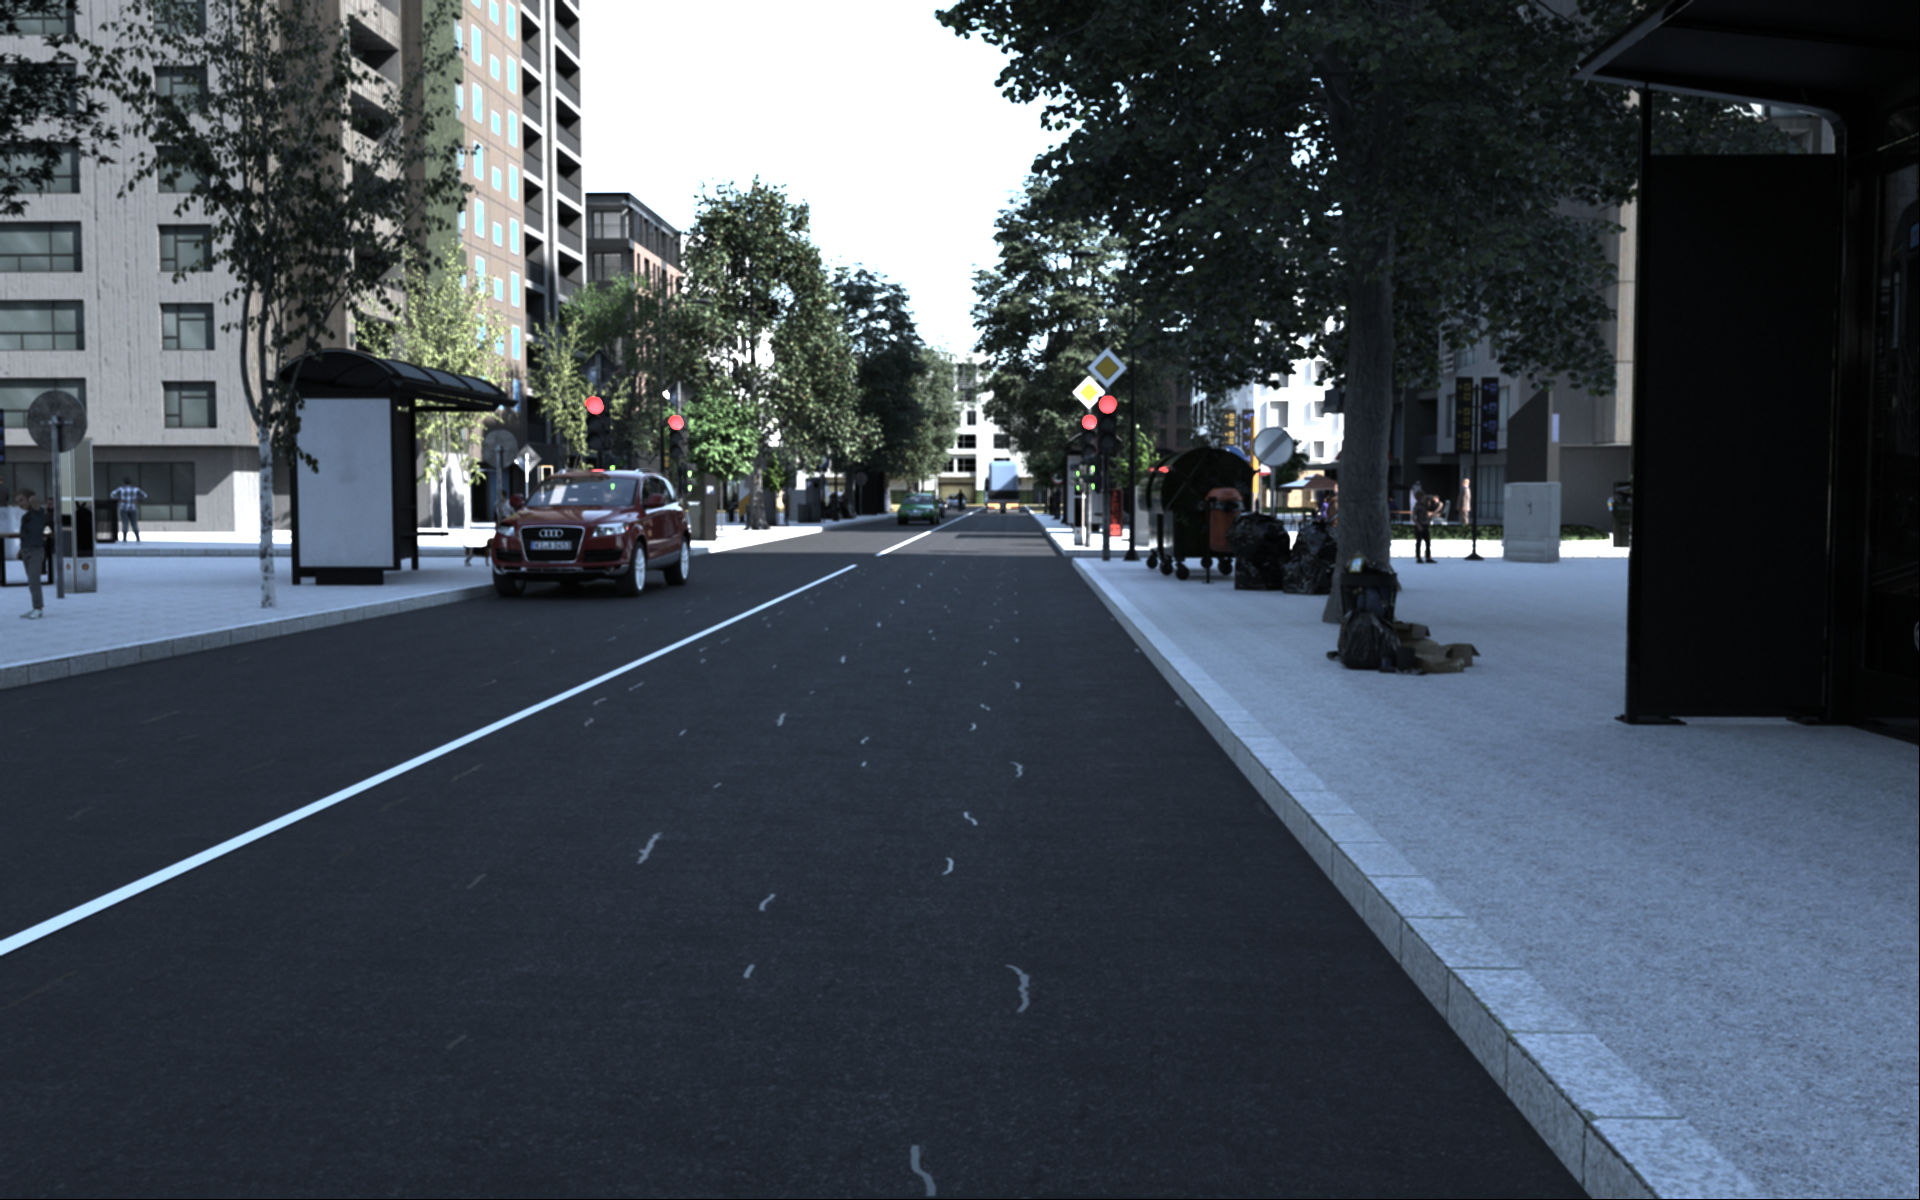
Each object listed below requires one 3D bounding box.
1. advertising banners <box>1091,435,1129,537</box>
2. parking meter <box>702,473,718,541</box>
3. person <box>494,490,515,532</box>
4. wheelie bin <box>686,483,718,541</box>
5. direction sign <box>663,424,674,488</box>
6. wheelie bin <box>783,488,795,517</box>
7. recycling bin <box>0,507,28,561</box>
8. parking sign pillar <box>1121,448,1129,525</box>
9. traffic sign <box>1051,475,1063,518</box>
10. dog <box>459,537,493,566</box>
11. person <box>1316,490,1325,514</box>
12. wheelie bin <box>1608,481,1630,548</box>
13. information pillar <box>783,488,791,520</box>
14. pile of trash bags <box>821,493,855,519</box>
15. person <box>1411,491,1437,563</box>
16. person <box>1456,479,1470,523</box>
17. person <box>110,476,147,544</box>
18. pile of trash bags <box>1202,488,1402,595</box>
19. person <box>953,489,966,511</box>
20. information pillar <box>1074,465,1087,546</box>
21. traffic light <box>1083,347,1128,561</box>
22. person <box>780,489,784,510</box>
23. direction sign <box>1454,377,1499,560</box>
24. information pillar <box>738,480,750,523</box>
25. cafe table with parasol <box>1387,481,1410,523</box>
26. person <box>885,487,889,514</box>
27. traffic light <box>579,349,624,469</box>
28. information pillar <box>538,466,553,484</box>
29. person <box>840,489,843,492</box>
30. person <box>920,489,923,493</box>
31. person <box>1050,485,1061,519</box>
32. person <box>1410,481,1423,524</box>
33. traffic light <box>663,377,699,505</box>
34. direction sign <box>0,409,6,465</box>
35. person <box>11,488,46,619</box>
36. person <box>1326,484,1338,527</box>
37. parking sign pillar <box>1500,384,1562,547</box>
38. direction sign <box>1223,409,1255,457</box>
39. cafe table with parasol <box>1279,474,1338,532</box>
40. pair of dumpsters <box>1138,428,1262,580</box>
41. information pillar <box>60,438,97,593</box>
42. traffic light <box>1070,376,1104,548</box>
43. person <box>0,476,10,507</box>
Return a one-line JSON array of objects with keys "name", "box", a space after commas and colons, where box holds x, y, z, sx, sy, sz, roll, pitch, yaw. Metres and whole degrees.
[{"name": "advertising banners", "box": [4.631, -3.379, 51.433, 2.074, 3.025, 0.090, 1, 4, 13]}, {"name": "parking meter", "box": [-6.787, -2.529, 47.061, 0.399, 1.863, 0.255, -1, 4, -15]}, {"name": "person", "box": [-9.722, -1.594, 37.034, 0.523, 1.526, 0.387, -2, 4, -26]}, {"name": "wheelie bin", "box": [-7.119, -2.446, 47.904, 0.980, 1.594, 0.693, 3, 5, 43]}, {"name": "direction sign", "box": [-9.206, -3.888, 55.571, 0.876, 3.537, 0.379, 1, 4, 14]}, {"name": "wheelie bin", "box": [-9.476, -5.461, 97.191, 0.693, 1.594, 0.980, -3, 5, -41]}, {"name": "recycling bin", "box": [-18.594, -1.291, 33.669, 0.722, 1.027, 0.722, 0, 4, -2]}, {"name": "parking sign pillar", "box": [6.514, -5.143, 72.556, 1.447, 3.967, 1.447, -3, 5, -42]}, {"name": "traffic sign", "box": [5.289, -5.705, 93.382, 0.768, 2.556, 0.104, 0, 4, 4]}, {"name": "dog", "box": [-8.594, -0.860, 30.898, 0.406, 0.507, 0.540, 3, 4, 36]}, {"name": "person", "box": [16.558, -4.435, 79.468, 0.530, 1.710, 0.541, 0, 4, -5]}, {"name": "wheelie bin", "box": [16.026, -2.057, 41.545, 0.980, 1.594, 0.693, 2, 4, 29]}, {"name": "information pillar", "box": [-8.608, -5.813, 86.395, 0.183, 3.616, 0.504, -3, 5, -39]}, {"name": "pile of trash bags", "box": [-7.001, -4.887, 89.648, 1.912, 1.369, 3.447, -3, 5, -42]}, {"name": "person", "box": [8.624, -1.357, 32.145, 0.340, 1.345, 0.435, 3, 5, 45]}, {"name": "person", "box": [16.077, -2.981, 55.329, 0.434, 1.755, 0.990, 1, 4, 21]}, {"name": "person", "box": [-21.227, -2.291, 44.223, 0.841, 1.734, 0.376, -2, 4, -29]}, {"name": "pile of trash bags", "box": [4.430, -0.856, 23.753, 1.912, 1.369, 3.447, -2, 4, -28]}, {"name": "person", "box": [0.020, -8.332, 144.756, 1.348, 1.821, 0.705, -2, 4, -35]}, {"name": "information pillar", "box": [3.044, -2.369, 43.231, 0.304, 2.012, 0.304, 3, 5, 44]}, {"name": "traffic light", "box": [2.795, -2.711, 33.244, 0.839, 4.253, 0.868, 0, 4, 2]}, {"name": "person", "box": [-14.118, -8.135, 139.835, 0.721, 1.735, 1.217, 3, 5, 43]}, {"name": "direction sign", "box": [10.014, -2.547, 33.636, 0.876, 3.537, 0.379, -1, 4, -10]}, {"name": "information pillar", "box": [-9.705, -5.281, 77.703, 0.504, 3.616, 0.183, 0, 4, 5]}, {"name": "cafe table with parasol", "box": [15.938, -3.768, 66.467, 2.610, 1.966, 2.610, 0, 4, 8]}, {"name": "person", "box": [-4.915, -6.551, 113.825, 0.551, 1.740, 0.621, 3, 4, 38]}, {"name": "traffic light", "box": [-6.962, -2.728, 33.531, 0.839, 4.253, 0.868, 0, 4, 2]}, {"name": "information pillar", "box": [-10.814, -2.491, 45.224, 0.304, 2.012, 0.304, -2, 4, -31]}, {"name": "person", "box": [-12.659, -10.916, 184.449, 0.705, 1.831, 1.348, 1, 4, 20]}, {"name": "person", "box": [-3.625, -9.672, 164.863, 1.217, 1.739, 0.721, 1, 4, 17]}, {"name": "person", "box": [4.827, -4.969, 87.733, 0.568, 1.767, 0.683, 1, 4, 19]}, {"name": "person", "box": [16.222, -3.350, 61.491, 0.551, 1.740, 0.621, 2, 4, 28]}, {"name": "traffic light", "box": [-6.713, -3.217, 41.512, 0.839, 4.253, 0.868, 0, 4, 2]}, {"name": "direction sign", "box": [-25.804, -3.303, 45.998, 0.876, 3.537, 0.379, 0, 4, -5]}, {"name": "person", "box": [-9.647, -0.491, 17.974, 0.435, 1.345, 0.340, 2, 4, 27]}, {"name": "person", "box": [10.230, -2.392, 47.427, 0.388, 1.546, 0.482, -1, 4, -10]}, {"name": "parking sign pillar", "box": [13.996, -3.295, 42.339, 1.447, 3.967, 1.447, -2, 4, -29]}, {"name": "direction sign", "box": [7.445, -3.321, 46.299, 0.876, 3.537, 0.379, -1, 4, -9]}, {"name": "cafe table with parasol", "box": [12.062, -3.292, 58.682, 2.610, 1.966, 2.610, 3, 5, 41]}, {"name": "pair of dumpsters", "box": [3.781, -1.541, 27.691, 1.574, 2.255, 4.437, 0, 4, 2]}, {"name": "information pillar", "box": [-11.508, -1.106, 22.579, 0.304, 2.012, 0.304, 2, 4, 31]}, {"name": "traffic light", "box": [3.044, -3.199, 41.225, 0.839, 4.253, 0.868, 0, 4, 2]}, {"name": "person", "box": [-24.759, -2.309, 44.486, 0.600, 1.739, 0.565, 2, 4, 26]}]
